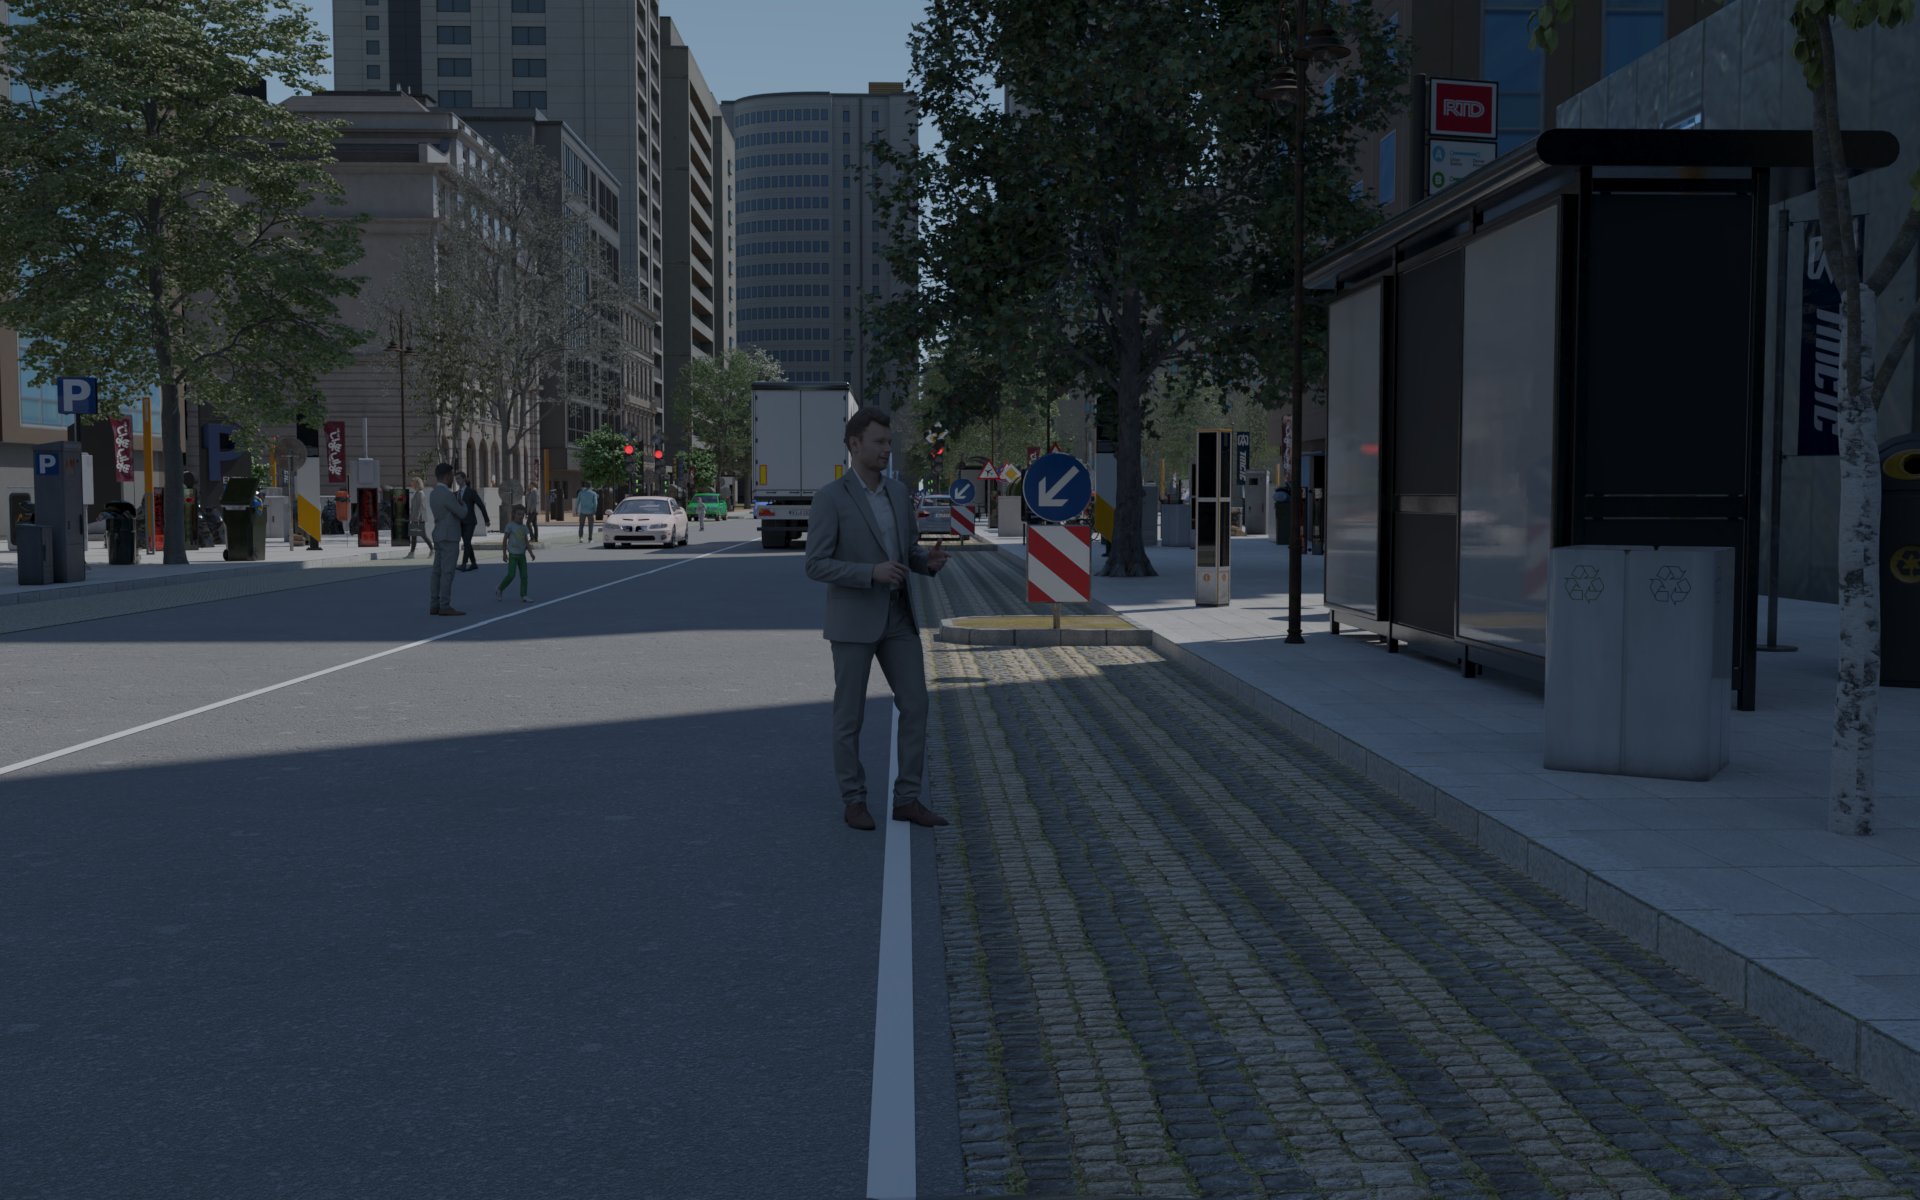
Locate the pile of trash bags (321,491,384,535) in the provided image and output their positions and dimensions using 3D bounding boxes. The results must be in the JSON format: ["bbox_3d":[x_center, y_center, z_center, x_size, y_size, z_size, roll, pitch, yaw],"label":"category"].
[{"bbox_3d":[-19.478,-2.767,54.995,1.912,1.369,3.447,-1,4,-16],"label":"pile of trash bags"}]

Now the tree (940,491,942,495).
[{"bbox_3d":[-2.240,-14.256,183.454,4.737,8.622,4.395,0,3,0],"label":"tree"}]

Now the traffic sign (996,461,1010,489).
[{"bbox_3d":[1.851,-4.156,67.948,0.884,2.594,0.081,0,4,7],"label":"traffic sign"}]

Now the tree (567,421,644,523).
[{"bbox_3d":[-15.952,-5.771,78.062,4.285,4.588,4.351,0,3,0],"label":"tree"}]

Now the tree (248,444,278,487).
[{"bbox_3d":[-24.424,-3.974,59.575,1.663,3.219,1.824,0,3,0],"label":"tree"}]

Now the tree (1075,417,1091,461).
[{"bbox_3d":[11.328,-10.886,128.346,4.360,8.622,3.978,0,3,0],"label":"tree"}]

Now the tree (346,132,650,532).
[{"bbox_3d":[-15.211,-9.038,58.146,12.009,13.543,11.850,0,3,0],"label":"tree"}]

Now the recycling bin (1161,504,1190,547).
[{"bbox_3d":[5.393,-1.817,42.255,0.722,1.027,0.722,-2,4,-26],"label":"recycling bin"}]

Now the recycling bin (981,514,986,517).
[{"bbox_3d":[1.221,-5.234,98.131,0.722,1.027,0.722,1,4,12],"label":"recycling bin"}]

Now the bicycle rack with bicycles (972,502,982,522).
[{"bbox_3d":[1.545,-4.090,80.259,2.852,0.926,2.925,0,4,-7],"label":"bicycle rack with bicycles"}]

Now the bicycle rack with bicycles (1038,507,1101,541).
[{"bbox_3d":[3.166,-2.071,47.241,2.925,0.926,2.852,-1,4,-15],"label":"bicycle rack with bicycles"}]

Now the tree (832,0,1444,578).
[{"bbox_3d":[2.723,-6.719,26.866,9.611,12.733,9.660,0,3,0],"label":"tree"}]

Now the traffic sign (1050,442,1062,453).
[{"bbox_3d":[2.365,-2.630,43.003,0.884,2.594,0.081,0,4,4],"label":"traffic sign"}]

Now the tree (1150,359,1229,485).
[{"bbox_3d":[18.977,-13.746,142.871,7.486,12.596,7.792,0,3,0],"label":"tree"}]

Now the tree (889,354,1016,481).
[{"bbox_3d":[-0.434,-13.804,136.060,12.009,13.543,11.850,0,3,0],"label":"tree"}]

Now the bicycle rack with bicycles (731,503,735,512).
[{"bbox_3d":[-17.710,-6.729,123.405,2.925,0.926,2.852,0,4,3],"label":"bicycle rack with bicycles"}]

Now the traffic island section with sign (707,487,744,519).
[{"bbox_3d":[-13.420,-5.546,99.308,1.989,1.847,2.006,0,4,-2],"label":"traffic island section with sign"}]

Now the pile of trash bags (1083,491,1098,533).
[{"bbox_3d":[5.064,-2.957,58.106,1.912,1.369,3.447,-2,4,-26],"label":"pile of trash bags"}]

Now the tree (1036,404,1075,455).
[{"bbox_3d":[8.198,-11.691,141.516,4.360,8.622,3.978,0,3,0],"label":"tree"}]

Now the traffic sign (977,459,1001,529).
[{"bbox_3d":[1.054,-3.868,63.250,0.884,2.594,0.081,0,4,0],"label":"traffic sign"}]

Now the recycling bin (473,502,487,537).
[{"bbox_3d":[-14.768,-2.439,52.439,0.722,1.027,0.722,-2,4,-30],"label":"recycling bin"}]

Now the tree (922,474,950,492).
[{"bbox_3d":[-1.986,-11.390,169.942,4.285,4.588,4.351,0,3,0],"label":"tree"}]

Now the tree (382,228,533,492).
[{"bbox_3d":[-14.330,-6.023,48.846,4.360,8.622,3.978,0,3,0],"label":"tree"}]

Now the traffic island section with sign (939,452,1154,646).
[{"bbox_3d":[0.796,-0.522,17.166,1.989,1.847,2.006,0,4,-2],"label":"traffic island section with sign"}]

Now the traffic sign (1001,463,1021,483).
[{"bbox_3d":[1.912,-3.893,64.843,0.795,2.450,0.064,0,4,2],"label":"traffic sign"}]

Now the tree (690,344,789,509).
[{"bbox_3d":[-18.262,-14.795,148.555,9.857,13.997,8.962,0,3,0],"label":"tree"}]

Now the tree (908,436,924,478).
[{"bbox_3d":[-3.668,-17.009,212.506,7.601,10.594,8.767,-3,5,-42],"label":"tree"}]

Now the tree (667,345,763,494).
[{"bbox_3d":[-16.682,-11.906,120.418,9.928,11.665,9.643,0,3,0],"label":"tree"}]

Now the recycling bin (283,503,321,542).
[{"bbox_3d":[-17.731,-2.088,46.691,0.722,1.027,0.722,1,4,10],"label":"recycling bin"}]

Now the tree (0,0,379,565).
[{"bbox_3d":[-14.816,-6.925,31.351,7.486,12.596,7.792,0,3,0],"label":"tree"}]

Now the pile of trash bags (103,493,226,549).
[{"bbox_3d":[-18.652,-1.958,41.763,1.912,1.369,3.447,3,5,43],"label":"pile of trash bags"}]

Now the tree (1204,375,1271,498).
[{"bbox_3d":[16.114,-8.941,96.541,4.360,8.622,3.978,0,3,0],"label":"tree"}]

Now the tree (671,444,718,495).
[{"bbox_3d":[-17.286,-7.928,113.340,4.285,4.588,4.351,0,3,0],"label":"tree"}]

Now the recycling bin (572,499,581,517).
[{"bbox_3d":[-21.593,-5.257,98.511,0.722,1.027,0.722,-2,4,-32],"label":"recycling bin"}]

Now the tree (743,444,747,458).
[{"bbox_3d":[-19.190,-17.337,193.827,12.009,13.543,11.850,0,3,0],"label":"tree"}]

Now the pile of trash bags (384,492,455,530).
[{"bbox_3d":[-19.640,-3.208,62.199,3.447,1.369,1.912,-2,4,-31],"label":"pile of trash bags"}]

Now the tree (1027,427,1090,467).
[{"bbox_3d":[2.695,-3.421,50.541,1.663,3.219,1.824,0,3,0],"label":"tree"}]

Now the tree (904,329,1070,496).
[{"bbox_3d":[1.763,-10.042,82.308,7.486,12.596,7.792,0,3,0],"label":"tree"}]

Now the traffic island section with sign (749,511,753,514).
[{"bbox_3d":[-14.289,-7.194,126.250,1.989,1.847,2.006,0,4,-2],"label":"traffic island section with sign"}]

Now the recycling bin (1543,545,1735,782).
[{"bbox_3d":[3.202,0.269,8.158,0.722,1.027,0.722,2,4,32],"label":"recycling bin"}]

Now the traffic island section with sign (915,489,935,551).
[{"bbox_3d":[-0.073,-2.172,44.144,1.989,1.847,2.006,0,4,-2],"label":"traffic island section with sign"}]

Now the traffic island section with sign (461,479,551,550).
[{"bbox_3d":[-11.664,-2.210,44.756,1.989,1.847,2.006,0,4,-2],"label":"traffic island section with sign"}]

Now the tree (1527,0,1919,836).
[{"bbox_3d":[3.194,-3.413,6.166,4.737,8.622,4.395,0,3,0],"label":"tree"}]

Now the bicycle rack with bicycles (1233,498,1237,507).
[{"bbox_3d":[22.700,-8.311,149.265,2.852,0.926,2.925,0,4,1],"label":"bicycle rack with bicycles"}]

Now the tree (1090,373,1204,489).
[{"bbox_3d":[10.238,-8.840,94.894,4.360,8.622,3.978,0,3,0],"label":"tree"}]
